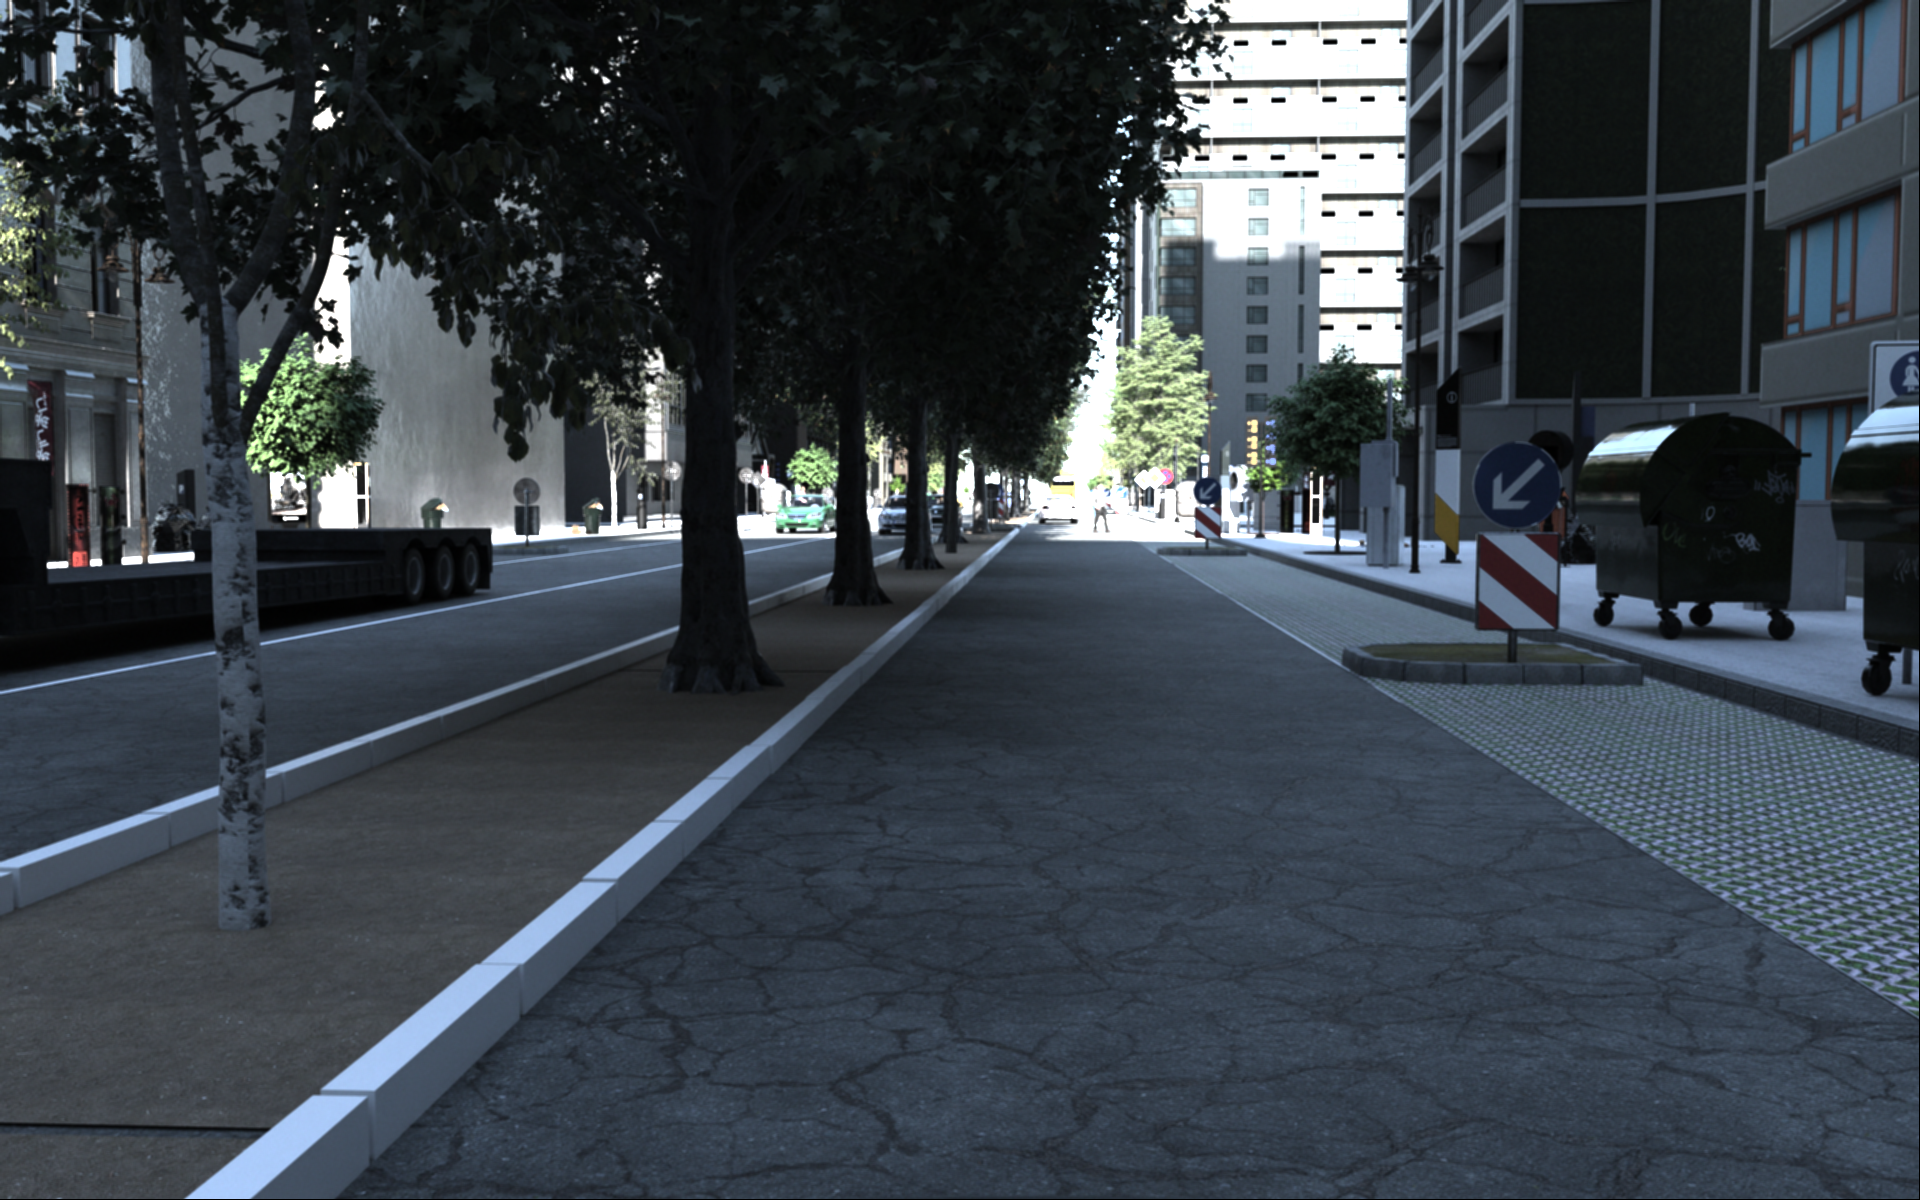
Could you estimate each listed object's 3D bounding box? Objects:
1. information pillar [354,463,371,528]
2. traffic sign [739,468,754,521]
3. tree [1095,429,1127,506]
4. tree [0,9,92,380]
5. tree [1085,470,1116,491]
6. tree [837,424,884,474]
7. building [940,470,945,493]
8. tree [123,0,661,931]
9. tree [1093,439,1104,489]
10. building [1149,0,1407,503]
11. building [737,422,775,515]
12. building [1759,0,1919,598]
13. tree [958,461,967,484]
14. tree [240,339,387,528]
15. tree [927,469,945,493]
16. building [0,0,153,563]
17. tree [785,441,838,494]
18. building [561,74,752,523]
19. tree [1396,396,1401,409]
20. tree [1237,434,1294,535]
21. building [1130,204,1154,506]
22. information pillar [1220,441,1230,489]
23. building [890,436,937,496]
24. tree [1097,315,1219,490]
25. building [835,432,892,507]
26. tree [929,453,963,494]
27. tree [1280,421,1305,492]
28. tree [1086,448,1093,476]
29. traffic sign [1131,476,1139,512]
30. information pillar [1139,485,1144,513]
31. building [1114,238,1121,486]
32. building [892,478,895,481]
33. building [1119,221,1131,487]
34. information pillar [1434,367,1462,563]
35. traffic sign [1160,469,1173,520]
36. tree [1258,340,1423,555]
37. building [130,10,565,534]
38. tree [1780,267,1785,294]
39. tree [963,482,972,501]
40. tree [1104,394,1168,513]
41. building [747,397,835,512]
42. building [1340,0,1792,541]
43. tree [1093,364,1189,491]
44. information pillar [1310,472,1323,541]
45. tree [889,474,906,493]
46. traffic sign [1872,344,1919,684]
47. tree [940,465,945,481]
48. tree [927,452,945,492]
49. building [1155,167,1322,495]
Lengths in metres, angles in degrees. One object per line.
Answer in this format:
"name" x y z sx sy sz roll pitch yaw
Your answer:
"information pillar" -14.308 -2.264 41.508 0.304 2.012 0.304 0 4 -6
"traffic sign" -10.275 -5.088 83.299 0.768 2.556 0.104 1 4 10
"tree" 16.134 -14.086 180.665 4.360 8.622 3.978 0 3 0
"tree" -13.996 -4.453 23.165 4.737 8.622 4.395 0 3 0
"tree" 20.885 -17.061 262.656 4.285 4.588 4.351 0 3 0
"tree" -7.729 -11.144 132.568 4.737 8.622 4.395 0 3 0
"building" -15.460 -27.045 287.230 27.650 21.520 28.899 0 4 3
"tree" -2.360 -3.205 5.222 4.360 8.622 3.978 0 3 0
"tree" 14.796 -12.039 147.199 4.737 8.622 4.395 0 3 0
"building" 33.466 -35.940 176.861 28.713 52.752 27.495 0 4 3
"building" -20.440 -14.806 109.534 16.820 18.784 16.811 0 4 3
"building" 24.324 -10.021 8.878 27.650 21.520 28.899 0 4 3
"tree" -0.856 -19.062 262.024 4.737 8.622 4.395 0 3 0
"tree" -13.251 -3.134 34.947 4.285 4.588 4.351 0 3 0
"tree" -3.510 -14.010 212.775 4.285 4.588 4.351 0 3 0
"building" -21.858 -10.849 26.529 9.793 20.994 18.267 0 4 3
"tree" -9.134 -7.580 107.654 4.285 4.588 4.351 0 3 0
"building" -19.715 -18.061 88.810 14.314 27.812 24.014 0 4 3
"tree" 32.282 -10.764 126.347 4.360 8.622 3.978 0 3 0
"tree" 9.490 -3.633 54.006 1.663 3.219 1.824 0 3 0
"building" 30.758 -40.547 204.941 21.231 58.520 28.212 0 4 3
"information pillar" 11.779 -5.234 76.923 0.504 3.616 0.183 -2 4 -32
"building" -10.518 -37.556 264.146 14.600 45.320 14.200 0 4 3
"tree" 12.666 -11.771 110.575 7.486 12.596 7.792 0 3 0
"building" -21.653 -19.565 164.919 27.650 21.520 28.899 0 4 3
"tree" -2.406 -18.865 226.575 7.486 12.596 7.792 0 3 0
"tree" 28.439 -11.902 144.958 4.360 8.622 3.978 0 3 0
"tree" 14.589 -12.735 158.575 4.737 8.622 4.395 0 3 0
"traffic sign" 12.387 -7.420 121.416 0.768 2.556 0.104 1 4 9
"information pillar" 12.079 -6.775 115.260 0.304 2.012 0.304 -1 4 -14
"building" 37.213 -38.964 291.688 22.147 44.769 28.867 0 4 3
"building" -21.732 -36.907 192.675 28.713 52.752 27.495 0 4 3
"building" 29.551 -36.181 241.671 14.600 45.320 14.200 0 4 3
"information pillar" 9.070 -2.495 32.155 0.183 3.616 0.504 -3 5 -42
"traffic sign" 10.308 -5.312 86.949 0.768 2.556 0.104 1 4 10
"tree" 8.196 -3.264 37.078 4.285 4.588 4.351 0 3 0
"building" -32.064 -15.285 54.418 34.151 26.468 19.350 0 4 3
"tree" 17.716 -4.992 31.981 4.737 8.622 4.395 0 3 0
"tree" 1.067 -17.758 284.946 1.663 3.219 1.824 0 3 0
"tree" 12.803 -10.261 118.133 4.737 8.622 4.395 0 3 0
"building" -16.609 -18.435 131.088 12.332 23.373 15.834 0 4 3
"building" 23.171 -37.377 49.372 20.563 71.187 20.611 0 4 3
"tree" 14.146 -12.883 136.388 9.928 11.665 9.643 0 3 0
"information pillar" 9.818 -2.642 47.693 0.304 2.012 0.304 1 4 17
"tree" -5.812 -10.334 163.564 1.663 3.219 1.824 0 3 0
"traffic sign" 6.396 -0.581 11.629 0.606 2.300 0.079 1 4 10
"tree" -2.059 -18.087 246.081 4.360 8.622 3.978 0 3 0
"tree" -3.805 -15.045 196.344 4.737 8.622 4.395 0 3 0
"building" 24.756 -23.580 157.236 14.160 30.474 14.107 0 4 3
